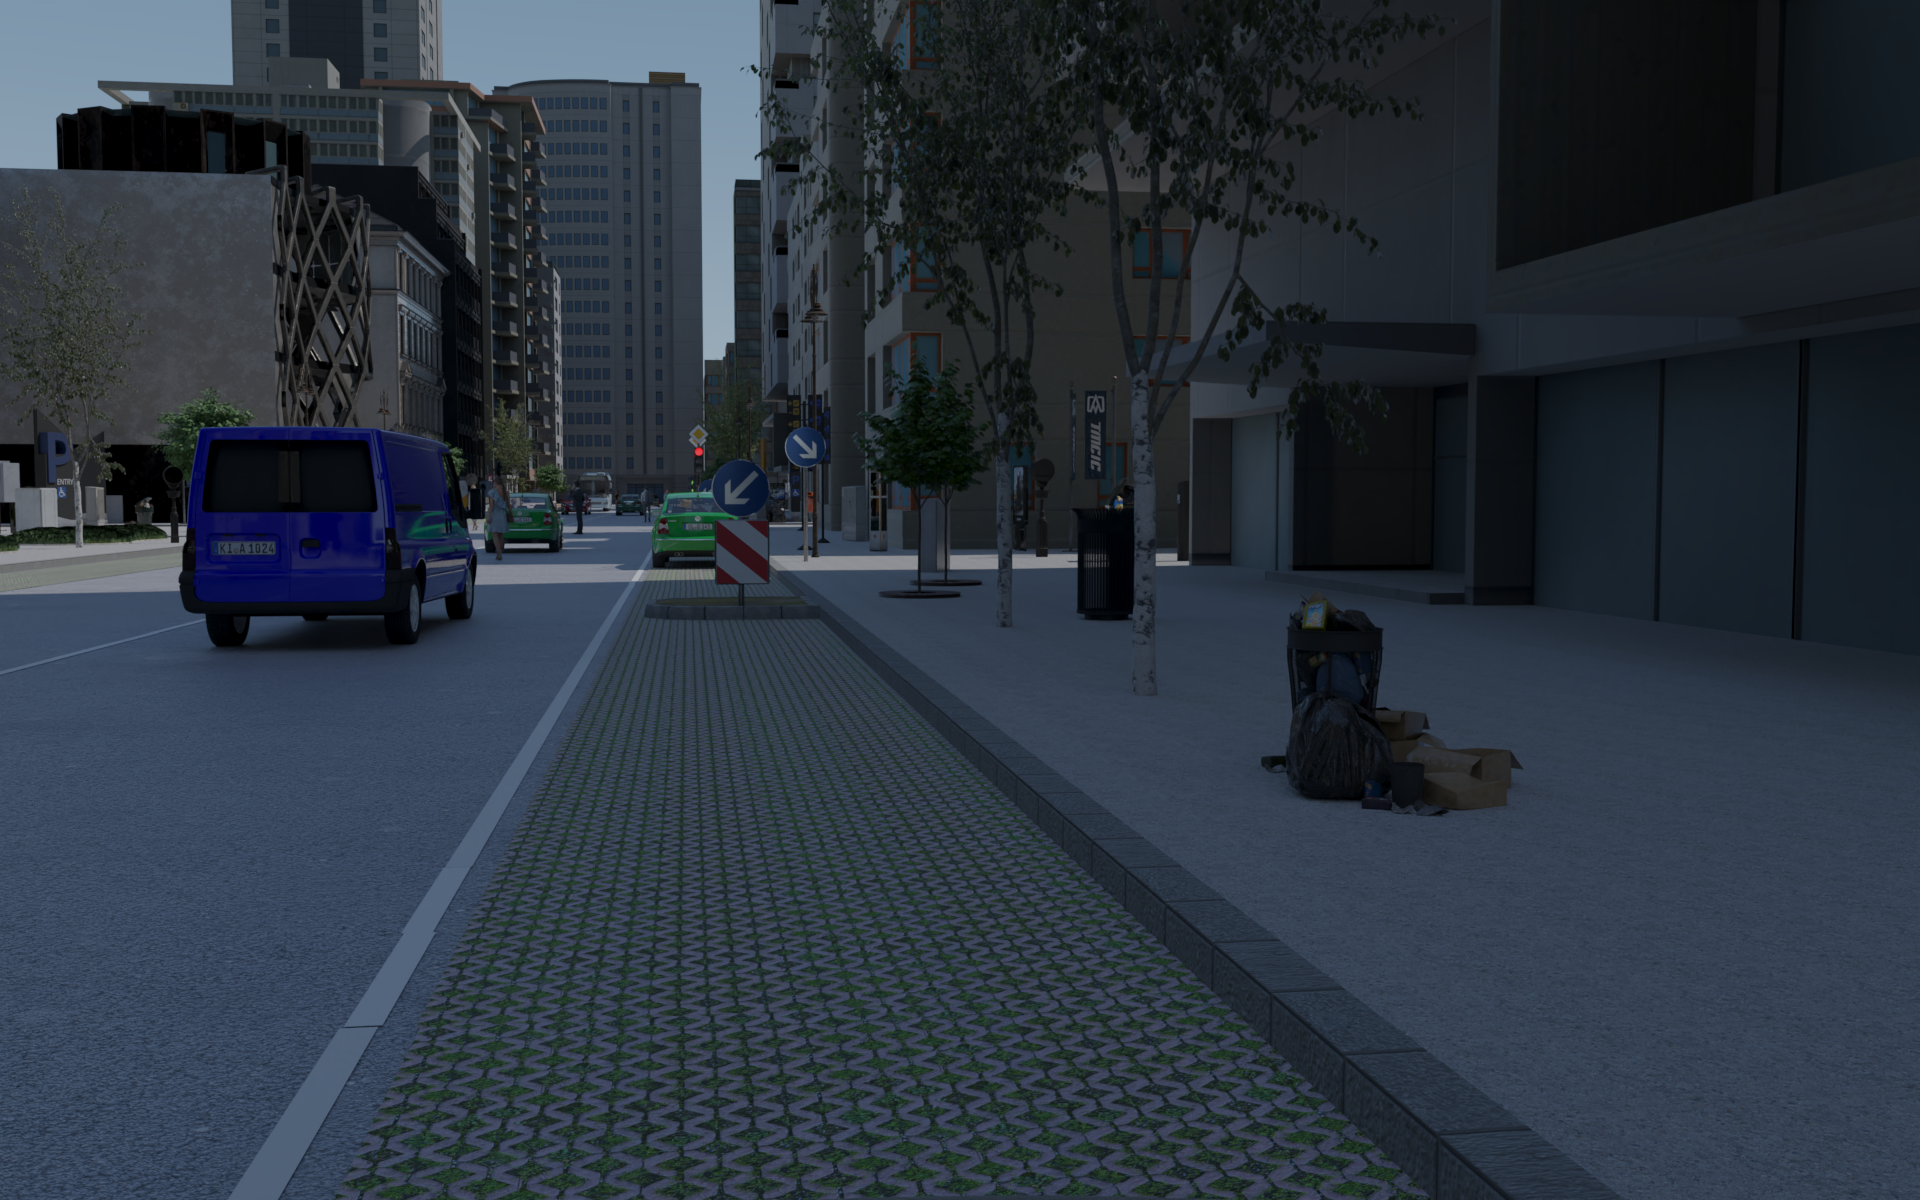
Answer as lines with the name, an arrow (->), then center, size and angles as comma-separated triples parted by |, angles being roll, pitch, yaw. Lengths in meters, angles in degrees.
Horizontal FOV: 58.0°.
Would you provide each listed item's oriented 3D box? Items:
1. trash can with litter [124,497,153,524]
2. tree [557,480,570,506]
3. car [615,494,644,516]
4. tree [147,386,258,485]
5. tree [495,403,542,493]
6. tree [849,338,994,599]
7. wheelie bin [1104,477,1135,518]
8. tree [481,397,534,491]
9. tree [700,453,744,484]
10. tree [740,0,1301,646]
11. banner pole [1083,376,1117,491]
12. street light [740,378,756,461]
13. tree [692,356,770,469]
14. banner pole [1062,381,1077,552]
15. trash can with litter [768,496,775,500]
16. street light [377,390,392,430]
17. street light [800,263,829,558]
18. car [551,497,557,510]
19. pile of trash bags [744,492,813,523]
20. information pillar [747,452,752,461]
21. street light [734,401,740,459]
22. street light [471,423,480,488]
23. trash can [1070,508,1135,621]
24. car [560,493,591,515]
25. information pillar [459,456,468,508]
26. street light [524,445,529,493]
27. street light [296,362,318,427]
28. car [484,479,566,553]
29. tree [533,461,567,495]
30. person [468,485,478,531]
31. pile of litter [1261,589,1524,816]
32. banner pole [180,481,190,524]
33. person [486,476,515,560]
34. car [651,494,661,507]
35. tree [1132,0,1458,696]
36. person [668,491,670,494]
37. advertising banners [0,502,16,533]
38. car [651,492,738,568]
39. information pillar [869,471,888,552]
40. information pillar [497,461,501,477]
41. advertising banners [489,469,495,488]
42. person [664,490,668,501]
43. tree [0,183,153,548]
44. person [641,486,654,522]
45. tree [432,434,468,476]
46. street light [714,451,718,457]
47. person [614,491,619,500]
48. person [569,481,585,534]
trash can with litter -> -29.764, -3.135, 62.647 | 1.055, 1.170, 0.624 | 0, 4, -5
tree -> -44.160, -12.056, 191.712 | 1.663, 3.219, 1.824 | 0, 3, 0
car -> -22.039, -6.371, 115.956 | 2.131, 1.459, 4.920 | 0, 4, -7
tree -> -22.758, -4.207, 52.493 | 4.285, 4.588, 4.351 | 0, 3, 0
tree -> -35.876, -11.595, 139.947 | 4.360, 8.622, 3.978 | 0, 3, 0
tree -> -0.560, -1.661, 21.765 | 1.663, 3.219, 1.824 | 0, 3, 0
wheelie bin -> 3.142, -1.549, 33.233 | 0.693, 1.594, 0.980 | 0, 4, -2
tree -> -34.262, -11.083, 131.565 | 4.737, 8.622, 4.395 | 0, 3, 0
tree -> -16.702, -8.642, 125.015 | 4.285, 4.588, 4.351 | 0, 3, 0
tree -> 0.212, -4.037, 16.365 | 4.360, 8.622, 3.978 | 0, 3, 0
banner pole -> 3.040, -2.863, 36.821 | 0.863, 3.779, 0.401 | 0, 4, -6
street light -> -8.389, -5.896, 69.180 | 0.468, 5.910, 1.993 | -1, 4, -9
tree -> -11.963, -8.644, 91.699 | 4.737, 8.622, 4.395 | 0, 3, 0
banner pole -> 2.479, -2.942, 38.122 | 0.401, 3.779, 0.863 | 0, 4, -5
trash can with litter -> -10.324, -5.115, 95.009 | 0.624, 1.170, 1.055 | -1, 4, -17
street light -> -25.430, -6.351, 76.628 | 0.468, 5.910, 1.993 | -1, 4, -9
street light -> -2.932, -3.799, 34.902 | 0.468, 5.910, 1.993 | -1, 4, -9
car -> -24.874, -5.502, 102.316 | 2.083, 1.381, 4.827 | 0, 4, -8
pile of trash bags -> -8.242, -4.178, 78.064 | 3.447, 1.369, 1.912 | 0, 4, -4
information pillar -> -11.592, -6.365, 95.429 | 0.183, 3.616, 0.504 | -3, 4, -36
street light -> -10.821, -6.860, 84.951 | 0.468, 5.910, 1.993 | -1, 4, -9
street light -> -30.769, -8.397, 110.071 | 0.468, 5.910, 1.993 | -1, 4, -9
trash can -> 1.504, -0.373, 17.753 | 0.748, 1.137, 0.748 | 0, 3, 0
car -> -26.482, -6.757, 119.516 | 2.155, 1.783, 4.494 | 0, 4, -7
information pillar -> -30.507, -7.034, 106.360 | 0.504, 3.616, 0.183 | -1, 4, -20
street light -> -36.088, -10.471, 143.996 | 0.468, 5.910, 1.993 | -1, 4, -9
street light -> -22.961, -5.392, 60.944 | 0.468, 5.910, 1.993 | -1, 4, -9
car -> -11.004, -2.144, 43.843 | 1.959, 1.807, 4.718 | -1, 4, -11
tree -> -40.425, -11.451, 170.943 | 4.285, 4.588, 4.351 | 0, 3, 0
person -> -19.057, -3.621, 68.060 | 0.694, 1.780, 0.624 | 2, 4, 29
pile of litter -> 1.912, 0.380, 7.749 | 1.176, 0.858, 1.719 | 1, 4, 18
banner pole -> -32.950, -5.132, 73.923 | 0.401, 3.779, 0.863 | 2, 4, 29
person -> -9.918, -1.763, 37.411 | 0.616, 1.811, 0.778 | -2, 4, -25
car -> -33.153, -10.788, 186.173 | 2.009, 1.686, 4.222 | -1, 4, -10
tree -> 1.291, -3.685, 10.615 | 4.360, 8.622, 3.978 | 0, 3, 0
person -> -35.536, -12.452, 212.537 | 0.568, 1.767, 0.683 | 2, 4, 23
advertising banners -> -31.370, -3.666, 56.124 | 2.074, 3.025, 0.090 | -1, 4, -15
car -> -5.277, -1.602, 34.983 | 1.959, 1.807, 4.718 | 0, 4, -8
information pillar -> -1.822, -2.094, 38.726 | 0.304, 2.012, 0.304 | 2, 4, 31
information pillar -> -32.982, -8.109, 123.935 | 0.183, 3.616, 0.504 | -2, 4, -35
advertising banners -> -31.925, -7.545, 119.548 | 0.090, 3.025, 2.074 | 0, 4, 2
person -> -24.987, -8.443, 146.889 | 0.444, 1.785, 0.601 | 1, 4, 19
tree -> -21.117, -5.541, 40.965 | 4.360, 8.622, 3.978 | 0, 3, 0
person -> -15.881, -4.858, 88.033 | 0.679, 1.850, 0.850 | -1, 4, -18
tree -> -28.283, -6.711, 93.444 | 4.285, 4.588, 4.351 | 0, 3, 0
street light -> -21.342, -10.953, 151.862 | 0.468, 5.910, 1.993 | -1, 4, -9
person -> -36.711, -10.754, 185.144 | 0.721, 1.723, 1.217 | -2, 4, -33
person -> -13.615, -3.282, 61.515 | 0.474, 1.900, 0.648 | 0, 4, 0
